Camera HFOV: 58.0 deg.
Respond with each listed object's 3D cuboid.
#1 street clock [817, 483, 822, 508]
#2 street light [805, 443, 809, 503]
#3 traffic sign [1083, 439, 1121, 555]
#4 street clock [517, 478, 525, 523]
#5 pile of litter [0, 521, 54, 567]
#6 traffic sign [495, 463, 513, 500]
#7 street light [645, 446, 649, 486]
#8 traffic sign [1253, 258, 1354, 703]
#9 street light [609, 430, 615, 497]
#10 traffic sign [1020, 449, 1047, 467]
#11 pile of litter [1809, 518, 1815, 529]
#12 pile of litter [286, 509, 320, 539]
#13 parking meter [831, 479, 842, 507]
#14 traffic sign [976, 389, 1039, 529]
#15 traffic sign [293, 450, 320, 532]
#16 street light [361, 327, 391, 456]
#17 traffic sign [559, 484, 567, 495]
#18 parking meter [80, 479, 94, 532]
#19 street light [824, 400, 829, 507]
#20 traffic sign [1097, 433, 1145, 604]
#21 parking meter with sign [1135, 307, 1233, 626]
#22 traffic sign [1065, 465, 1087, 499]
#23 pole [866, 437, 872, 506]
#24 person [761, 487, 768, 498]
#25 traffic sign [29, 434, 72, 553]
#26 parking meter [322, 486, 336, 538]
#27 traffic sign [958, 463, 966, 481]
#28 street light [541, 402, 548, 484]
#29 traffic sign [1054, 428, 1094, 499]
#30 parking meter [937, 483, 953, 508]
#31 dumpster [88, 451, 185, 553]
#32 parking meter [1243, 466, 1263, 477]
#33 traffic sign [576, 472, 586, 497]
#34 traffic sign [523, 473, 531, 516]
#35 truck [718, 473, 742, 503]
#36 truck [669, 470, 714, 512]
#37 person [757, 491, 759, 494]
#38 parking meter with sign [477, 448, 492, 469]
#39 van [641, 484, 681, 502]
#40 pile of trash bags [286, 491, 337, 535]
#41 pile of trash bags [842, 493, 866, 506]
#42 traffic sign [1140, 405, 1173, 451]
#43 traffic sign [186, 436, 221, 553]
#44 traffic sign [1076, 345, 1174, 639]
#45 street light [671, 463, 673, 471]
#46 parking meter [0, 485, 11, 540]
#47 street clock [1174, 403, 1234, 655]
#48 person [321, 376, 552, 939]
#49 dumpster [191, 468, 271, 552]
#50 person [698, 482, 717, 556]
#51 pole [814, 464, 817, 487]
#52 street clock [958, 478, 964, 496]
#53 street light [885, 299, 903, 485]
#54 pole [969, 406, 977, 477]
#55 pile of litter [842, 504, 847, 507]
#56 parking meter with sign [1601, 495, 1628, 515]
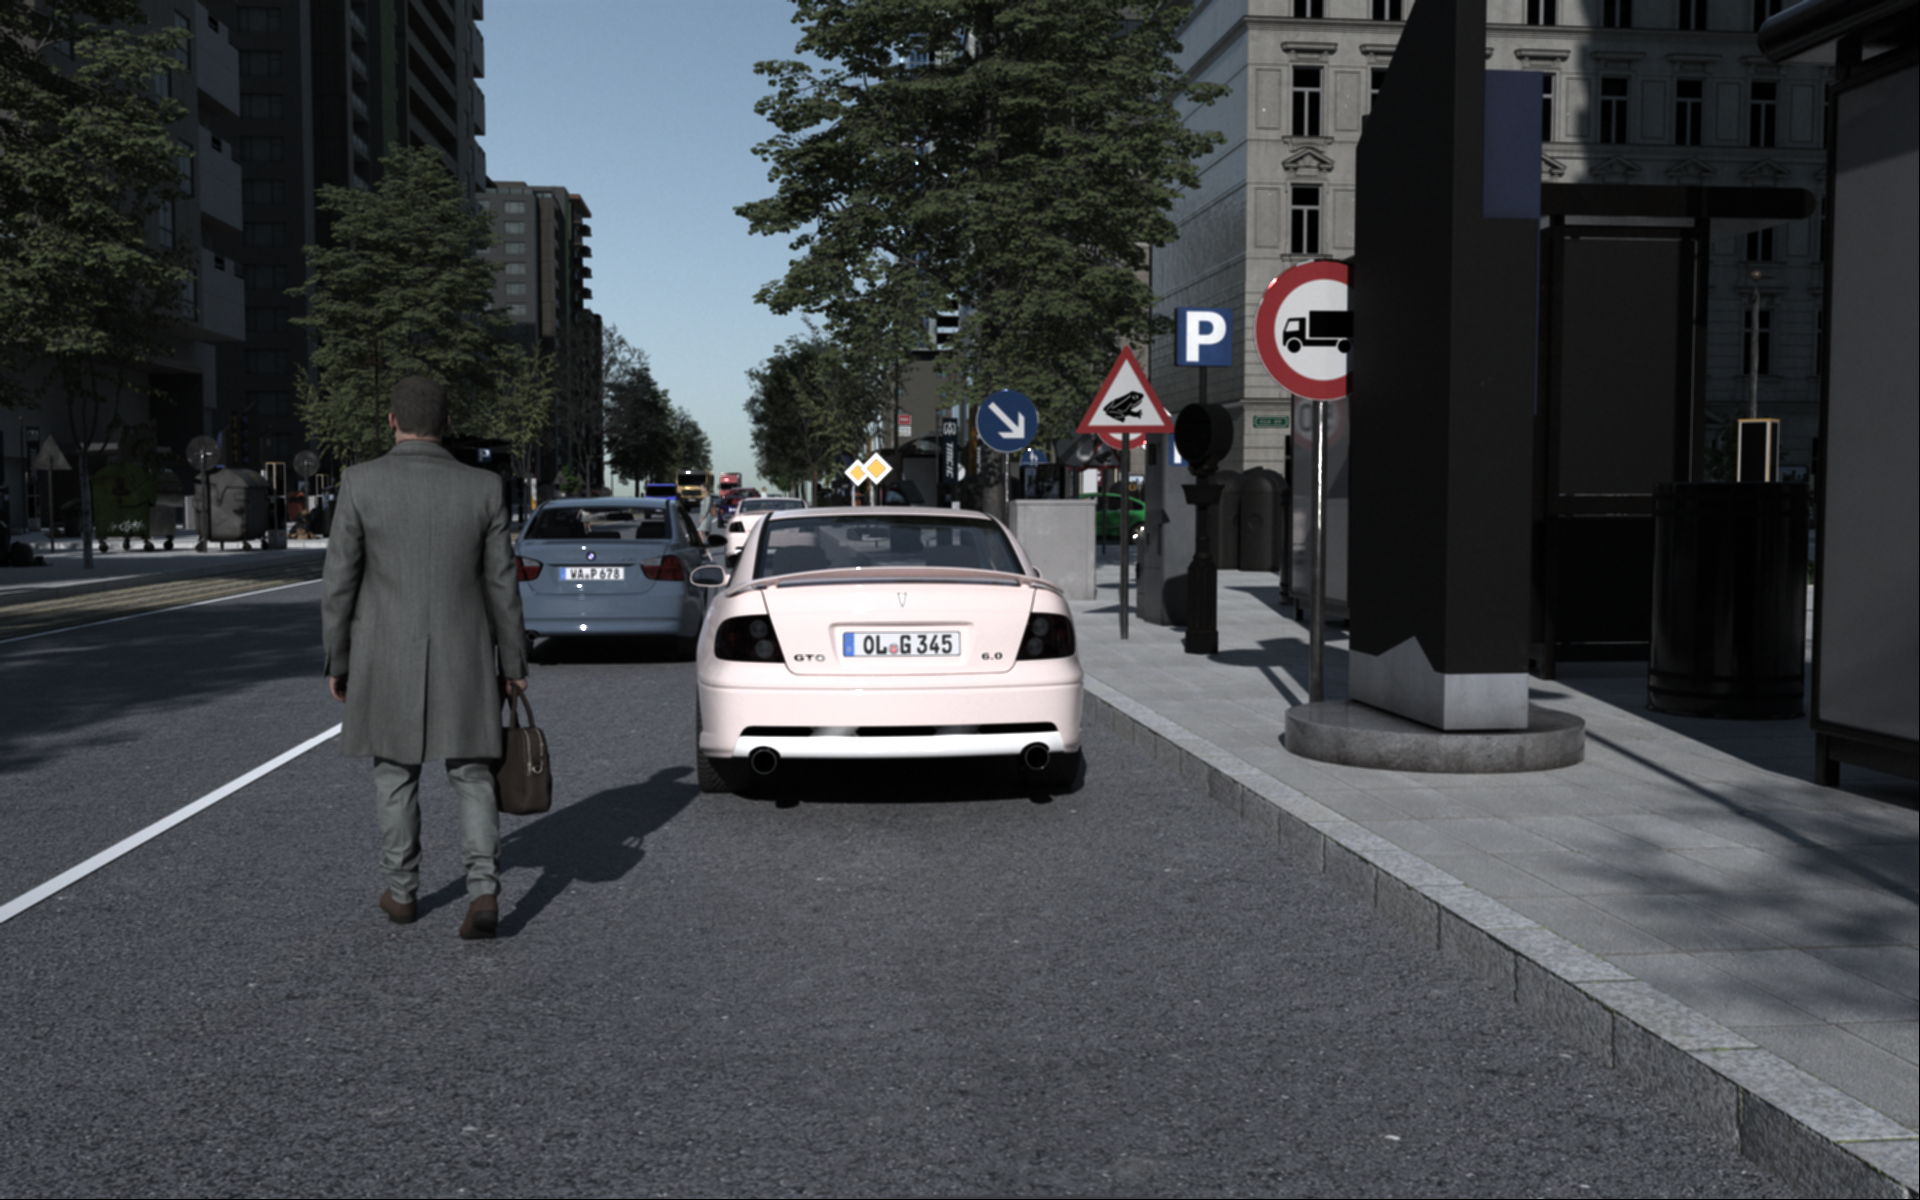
[{"bbox_3d":[-9.565,-6.866,116.825,0.471,2.002,0.358,1,4,11],"label":"street clock"},{"bbox_3d":[-10.893,-9.151,122.405,0.468,5.910,1.993,0,4,-6],"label":"street light"},{"bbox_3d":[3.033,-2.228,36.438,0.884,2.594,0.081,0,4,0],"label":"traffic sign"},{"bbox_3d":[-19.607,-4.449,77.310,0.358,2.002,0.471,0,4,1],"label":"street clock"},{"bbox_3d":[-17.056,-1.019,30.634,1.719,0.858,1.176,-1,4,-10],"label":"pile of litter"},{"bbox_3d":[-18.780,-4.357,71.347,0.768,2.556,0.104,0,4,1],"label":"traffic sign"},{"bbox_3d":[-29.354,-11.592,162.311,0.468,5.910,1.993,0,4,-6],"label":"street light"},{"bbox_3d":[1.967,-0.573,9.483,0.768,2.556,0.104,0,4,-4],"label":"traffic sign"},{"bbox_3d":[-24.908,-9.244,123.925,0.468,5.910,1.993,0,4,-6],"label":"street light"},{"bbox_3d":[2.071,-2.973,48.720,0.768,2.556,0.104,0,4,-1],"label":"traffic sign"},{"bbox_3d":[31.003,-3.033,63.558,1.176,0.858,1.719,-1,4,-12],"label":"pile of litter"},{"bbox_3d":[-18.909,-2.165,49.370,1.176,0.858,1.719,-3,5,-42],"label":"pile of litter"},{"bbox_3d":[-4.697,-3.686,65.984,0.399,1.863,0.255,-3,5,-43],"label":"parking meter"},{"bbox_3d":[0.579,-1.291,21.213,0.768,2.556,0.104,0,4,3],"label":"traffic sign"},{"bbox_3d":[-19.055,-3.083,50.507,0.768,2.556,0.104,0,4,-4],"label":"traffic sign"},{"bbox_3d":[-16.159,-4.604,48.057,0.468,5.910,1.993,0,4,-6],"label":"street light"},{"bbox_3d":[-23.403,-6.304,103.068,0.884,2.594,0.081,0,4,-4],"label":"traffic sign"},{"bbox_3d":[-29.288,-3.206,58.130,0.399,1.863,0.255,-2,4,-30],"label":"parking meter"},{"bbox_3d":[-6.464,-6.820,84.291,0.468,5.910,1.993,0,4,-6],"label":"street light"},{"bbox_3d":[1.905,-1.222,20.092,0.768,2.556,0.104,0,4,-6],"label":"traffic sign"},{"bbox_3d":[2.130,-1.274,17.088,0.543,3.016,1.738,-1,4,-10],"label":"parking meter with sign"},{"bbox_3d":[2.724,-2.451,40.172,0.768,2.556,0.104,0,4,-1],"label":"traffic sign"},{"bbox_3d":[-3.259,-4.166,61.965,0.158,3.312,0.155,0,3,0],"label":"pole"},{"bbox_3d":[-10.037,-4.870,88.348,0.641,1.798,0.478,3,4,37],"label":"person"},{"bbox_3d":[-19.770,-2.304,37.667,0.884,2.594,0.081,0,4,-5],"label":"traffic sign"},{"bbox_3d":[-18.649,-2.616,51.188,0.372,1.533,0.369,0,3,0],"label":"parking meter"},{"bbox_3d":[-0.158,-4.306,70.516,0.768,2.556,0.104,0,4,-2],"label":"traffic sign"},{"bbox_3d":[-20.623,-6.934,86.166,0.468,5.910,1.993,0,4,-6],"label":"street light"},{"bbox_3d":[2.192,-2.028,33.265,0.768,2.556,0.104,0,4,-1],"label":"traffic sign"},{"bbox_3d":[-0.367,-2.018,41.398,0.372,1.533,0.369,0,3,0],"label":"parking meter"},{"bbox_3d":[-18.431,-2.218,38.751,1.502,2.255,1.985,0,4,-7],"label":"dumpster"},{"bbox_3d":[6.217,-1.906,36.876,0.399,1.863,0.255,3,5,40],"label":"parking meter"},{"bbox_3d":[-22.757,-6.320,103.337,0.884,2.594,0.081,0,4,-4],"label":"traffic sign"},{"bbox_3d":[-25.660,-6.306,103.204,0.768,2.556,0.104,0,4,-5],"label":"traffic sign"},{"bbox_3d":[-30.636,-14.826,231.325,2.839,4.237,11.283,0,4,-5],"label":"truck"},{"bbox_3d":[-21.292,-8.750,138.989,3.469,3.379,9.791,0,4,-5],"label":"truck"},{"bbox_3d":[-27.211,-13.776,233.364,1.348,1.869,0.705,2,4,23],"label":"person"},{"bbox_3d":[-17.931,-4.166,64.377,0.543,3.016,1.738,0,4,3],"label":"parking meter with sign"},{"bbox_3d":[-17.137,-5.820,99.538,2.240,2.365,5.245,-1,4,-8],"label":"van"},{"bbox_3d":[-19.964,-2.758,54.839,1.912,1.369,3.447,1,4,22],"label":"pile of trash bags"},{"bbox_3d":[-4.734,-4.255,79.315,1.912,1.369,3.447,0,4,-3],"label":"pile of trash bags"},{"bbox_3d":[2.515,-1.269,21.932,0.795,2.450,0.064,0,4,-5],"label":"traffic sign"},{"bbox_3d":[-16.487,-2.302,37.749,0.768,2.556,0.104,0,4,3],"label":"traffic sign"},{"bbox_3d":[1.455,-0.932,15.244,0.884,2.594,0.081,0,4,0],"label":"traffic sign"},{"bbox_3d":[-34.371,-14.292,206.460,0.468,5.910,1.993,0,4,-6],"label":"street light"},{"bbox_3d":[-26.527,-2.419,47.962,0.372,1.533,0.369,0,3,0],"label":"parking meter"},{"bbox_3d":[1.947,-0.570,13.891,0.358,2.002,0.471,-2,4,-33],"label":"street clock"},{"bbox_3d":[-1.726,0.178,5.685,0.694,1.812,0.767,-1,4,-23],"label":"person"},{"bbox_3d":[-16.337,-2.024,38.849,1.264,1.857,1.865,0,4,-6],"label":"dumpster"},{"bbox_3d":[-5.880,-1.869,40.063,0.522,1.701,0.512,-1,4,-15],"label":"person"},{"bbox_3d":[-9.634,-7.441,115.501,0.158,3.312,0.155,0,3,0],"label":"pole"},{"bbox_3d":[0.056,-4.323,75.254,0.358,2.002,0.471,2,4,30],"label":"street clock"},{"bbox_3d":[-1.493,-4.162,40.833,0.468,5.910,1.993,0,4,-6],"label":"street light"},{"bbox_3d":[0.300,-2.834,40.181,0.158,3.312,0.155,0,3,0],"label":"pole"},{"bbox_3d":[-5.121,-3.833,76.631,1.719,0.858,1.176,1,4,13],"label":"pile of litter"},{"bbox_3d":[13.356,-2.386,35.274,0.543,3.016,1.738,1,4,11],"label":"parking meter with sign"}]
